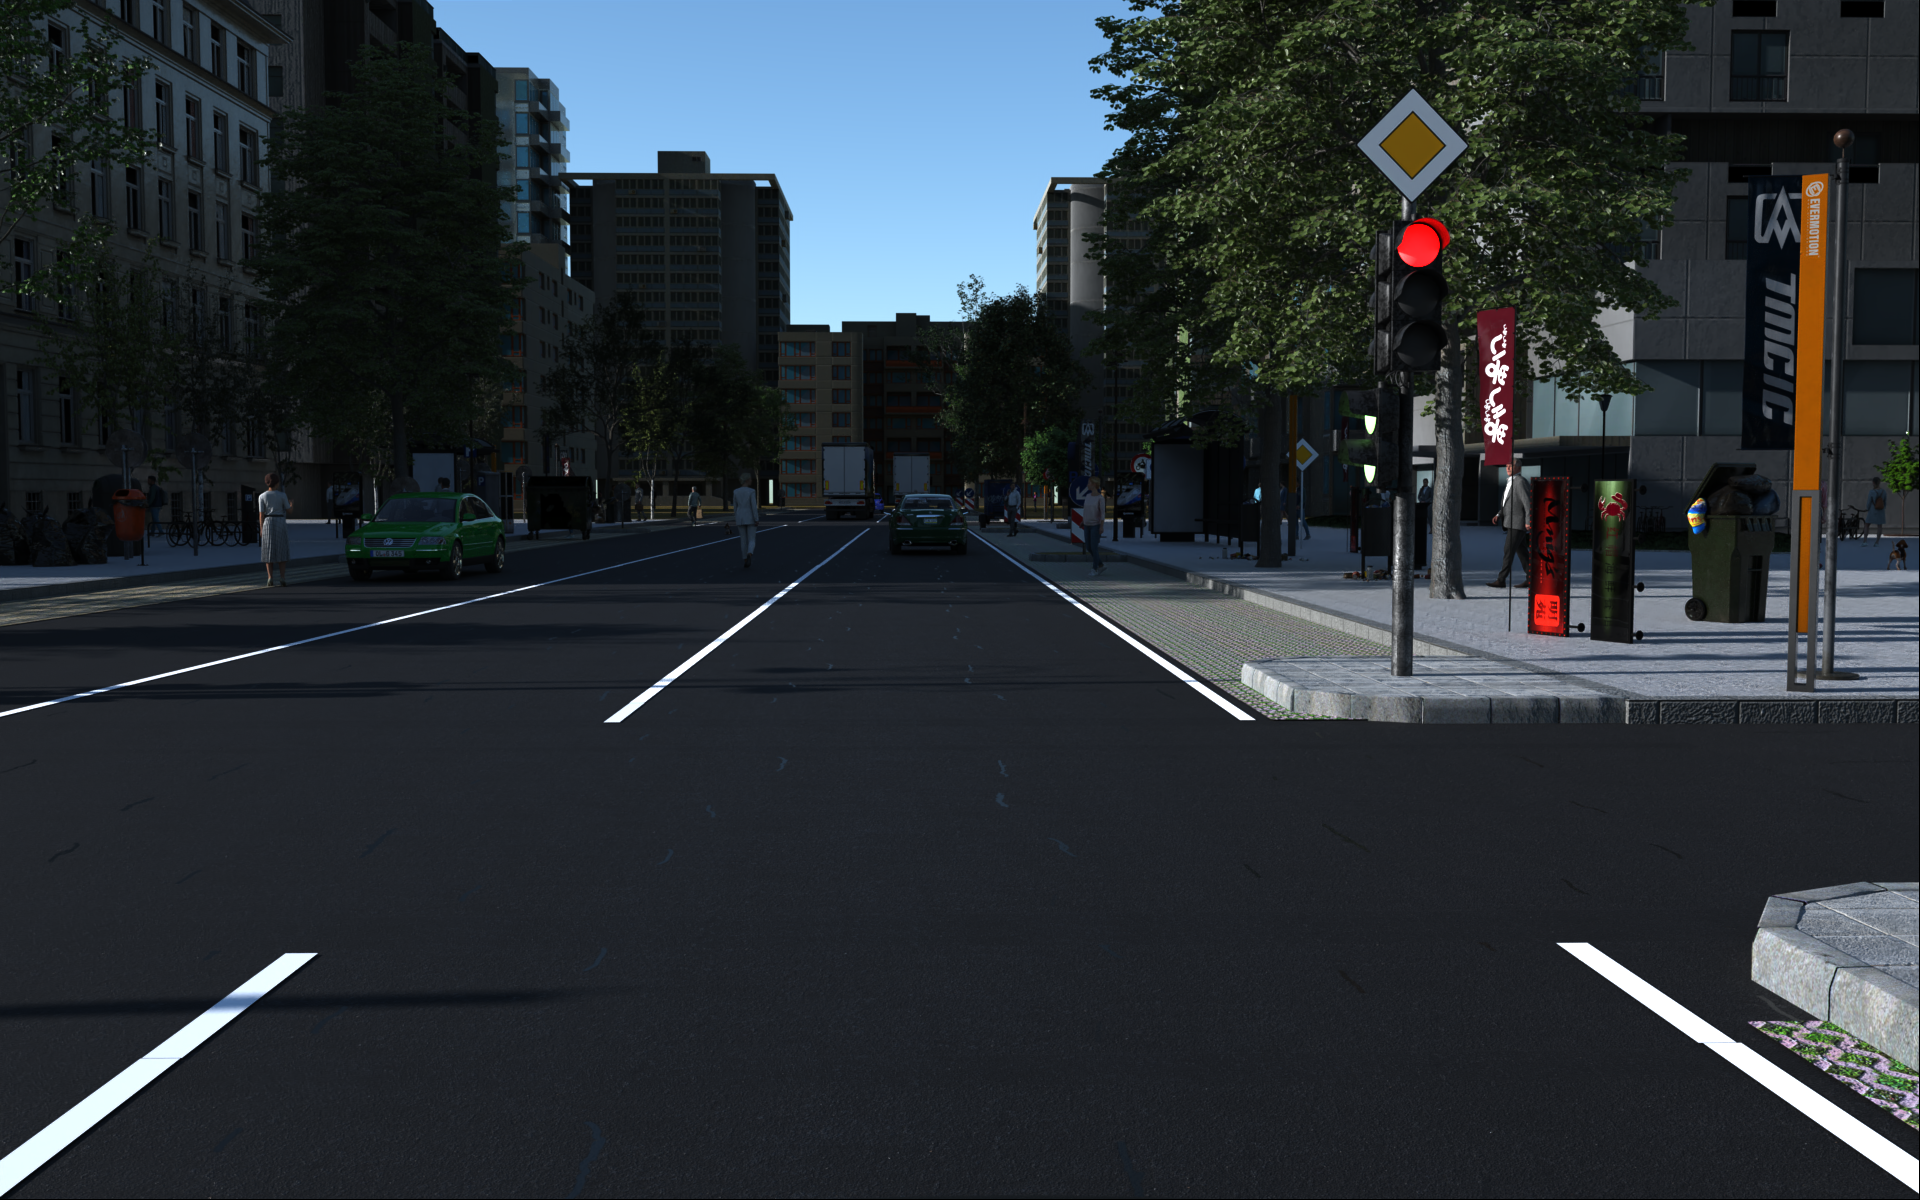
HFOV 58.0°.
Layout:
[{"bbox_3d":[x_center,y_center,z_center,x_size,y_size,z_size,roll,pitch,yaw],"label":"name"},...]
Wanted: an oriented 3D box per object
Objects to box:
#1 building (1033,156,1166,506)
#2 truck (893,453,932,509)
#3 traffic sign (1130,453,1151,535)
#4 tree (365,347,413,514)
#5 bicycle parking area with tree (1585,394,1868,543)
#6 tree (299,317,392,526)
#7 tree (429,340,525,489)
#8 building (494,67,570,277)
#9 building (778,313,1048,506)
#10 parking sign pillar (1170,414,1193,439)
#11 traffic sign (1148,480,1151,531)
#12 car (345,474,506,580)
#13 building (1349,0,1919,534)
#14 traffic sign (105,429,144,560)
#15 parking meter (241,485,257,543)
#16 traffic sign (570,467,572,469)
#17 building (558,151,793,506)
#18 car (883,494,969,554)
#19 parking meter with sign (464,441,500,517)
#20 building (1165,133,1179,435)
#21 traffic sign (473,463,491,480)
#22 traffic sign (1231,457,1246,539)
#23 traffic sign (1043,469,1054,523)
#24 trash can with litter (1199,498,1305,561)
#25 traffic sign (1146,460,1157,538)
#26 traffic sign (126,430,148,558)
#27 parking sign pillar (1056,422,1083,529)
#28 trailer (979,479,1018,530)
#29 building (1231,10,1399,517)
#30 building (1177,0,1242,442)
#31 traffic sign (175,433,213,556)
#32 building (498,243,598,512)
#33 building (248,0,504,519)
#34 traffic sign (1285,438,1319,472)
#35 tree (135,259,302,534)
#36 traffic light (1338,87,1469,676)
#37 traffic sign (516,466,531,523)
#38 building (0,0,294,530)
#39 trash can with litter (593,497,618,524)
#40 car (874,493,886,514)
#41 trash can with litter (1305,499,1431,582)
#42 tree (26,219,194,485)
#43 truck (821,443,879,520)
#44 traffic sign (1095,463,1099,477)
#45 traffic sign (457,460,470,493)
[{"bbox_3d":[21.125,-31.171,201.534,23.993,40.220,32.217,0,4,-1],"label":"building"},{"bbox_3d":[-3.369,-8.186,122.753,2.839,4.237,11.283,0,4,-1],"label":"truck"},{"bbox_3d":[5.699,-3.302,54.092,0.768,2.556,0.104,0,4,6],"label":"traffic sign"},{"bbox_3d":[-27.099,-7.935,80.104,4.360,8.622,3.978,0,3,0],"label":"tree"},{"bbox_3d":[20.685,-3.755,48.394,9.016,4.147,8.231,-3,4,-38],"label":"bicycle parking area with tree"},{"bbox_3d":[-24.480,-7.296,69.651,4.737,8.622,4.395,0,3,0],"label":"tree"},{"bbox_3d":[-22.542,-7.989,80.988,4.360,8.622,3.978,0,3,0],"label":"tree"},{"bbox_3d":[-58.881,-35.137,194.105,30.456,49.044,23.786,0,4,-1],"label":"building"},{"bbox_3d":[-5.296,-21.645,198.932,28.899,21.520,27.650,0,4,-1],"label":"building"},{"bbox_3d":[7.700,-4.263,58.167,1.447,3.967,1.447,-1,4,-17],"label":"parking sign pillar"},{"bbox_3d":[6.582,-3.666,60.053,0.768,2.556,0.104,0,4,0],"label":"traffic sign"},{"bbox_3d":[-9.247,-1.309,30.202,1.959,1.807,4.718,0,4,-1],"label":"car"},{"bbox_3d":[31.918,-29.241,67.325,28.713,52.752,27.495,0,4,-1],"label":"building"},{"bbox_3d":[-16.281,-2.058,33.756,0.768,2.556,0.104,0,4,4],"label":"traffic sign"},{"bbox_3d":[-18.578,-2.254,45.264,0.372,1.533,0.369,0,3,0],"label":"parking meter"},{"bbox_3d":[-18.702,-5.089,83.201,0.884,2.594,0.081,0,4,-1],"label":"traffic sign"},{"bbox_3d":[-31.764,-31.009,198.881,23.993,40.220,32.217,0,4,-1],"label":"building"},{"bbox_3d":[-0.814,-1.882,42.566,2.131,1.459,4.920,0,4,-3],"label":"car"},{"bbox_3d":[-15.658,-3.750,57.578,0.543,3.016,1.738,2,4,26],"label":"parking meter with sign"},{"bbox_3d":[23.599,-22.646,141.965,14.160,30.474,14.107,0,4,-1],"label":"building"},{"bbox_3d":[-19.441,-4.298,70.379,0.768,2.556,0.104,0,4,2],"label":"traffic sign"},{"bbox_3d":[7.718,-3.002,49.187,0.768,2.556,0.104,0,4,4],"label":"traffic sign"},{"bbox_3d":[4.005,-4.630,75.800,0.768,2.556,0.104,0,4,7],"label":"traffic sign"},{"bbox_3d":[5.851,-1.395,33.862,1.678,1.210,2.233,-2,4,-31],"label":"trash can with litter"},{"bbox_3d":[5.680,-2.941,50.207,0.606,2.300,0.079,0,4,6],"label":"traffic sign"},{"bbox_3d":[-16.548,-2.103,34.498,0.768,2.556,0.104,0,4,1],"label":"traffic sign"},{"bbox_3d":[4.297,-4.632,64.202,1.447,3.967,1.447,1,4,12],"label":"parking sign pillar"},{"bbox_3d":[1.479,-3.799,69.159,1.471,1.999,3.904,0,4,-2],"label":"trailer"},{"bbox_3d":[29.137,-29.698,105.174,23.786,49.044,30.456,0,4,-1],"label":"building"},{"bbox_3d":[22.934,-27.153,127.545,14.154,41.232,14.086,0,4,-1],"label":"building"},{"bbox_3d":[-15.905,-2.194,35.970,0.768,2.556,0.104,0,4,0],"label":"traffic sign"},{"bbox_3d":[-45.341,-17.709,134.579,28.899,21.520,27.650,0,4,-1],"label":"building"},{"bbox_3d":[-37.325,-20.575,108.095,14.160,30.474,14.107,0,4,-1],"label":"building"},{"bbox_3d":[8.005,-2.489,40.430,0.795,2.593,0.064,0,4,-1],"label":"traffic sign"},{"bbox_3d":[-24.108,-6.422,55.367,4.360,8.622,3.978,0,3,0],"label":"tree"},{"bbox_3d":[3.108,-1.420,12.142,0.839,4.253,0.868,0,4,-1],"label":"traffic light"},{"bbox_3d":[-19.463,-4.723,77.321,0.768,2.556,0.104,0,4,2],"label":"traffic sign"},{"bbox_3d":[-36.107,-13.825,59.319,16.112,22.955,30.059,0,4,-1],"label":"building"},{"bbox_3d":[-15.461,-3.933,75.692,0.624,1.170,1.055,3,5,42],"label":"trash can with litter"},{"bbox_3d":[-6.447,-7.225,127.720,1.945,1.707,3.694,0,4,-3],"label":"car"},{"bbox_3d":[6.717,-0.934,26.329,2.233,1.210,1.678,-2,4,-26],"label":"trash can with litter"},{"bbox_3d":[-22.180,-5.832,45.710,4.737,8.622,4.395,0,3,0],"label":"tree"},{"bbox_3d":[-6.302,-6.778,99.727,2.839,4.237,11.283,0,3,0],"label":"truck"},{"bbox_3d":[4.970,-4.081,66.831,0.768,2.556,0.104,0,4,-1],"label":"traffic sign"},{"bbox_3d":[-18.742,-3.970,65.011,0.768,2.556,0.104,0,4,-1],"label":"traffic sign"}]
